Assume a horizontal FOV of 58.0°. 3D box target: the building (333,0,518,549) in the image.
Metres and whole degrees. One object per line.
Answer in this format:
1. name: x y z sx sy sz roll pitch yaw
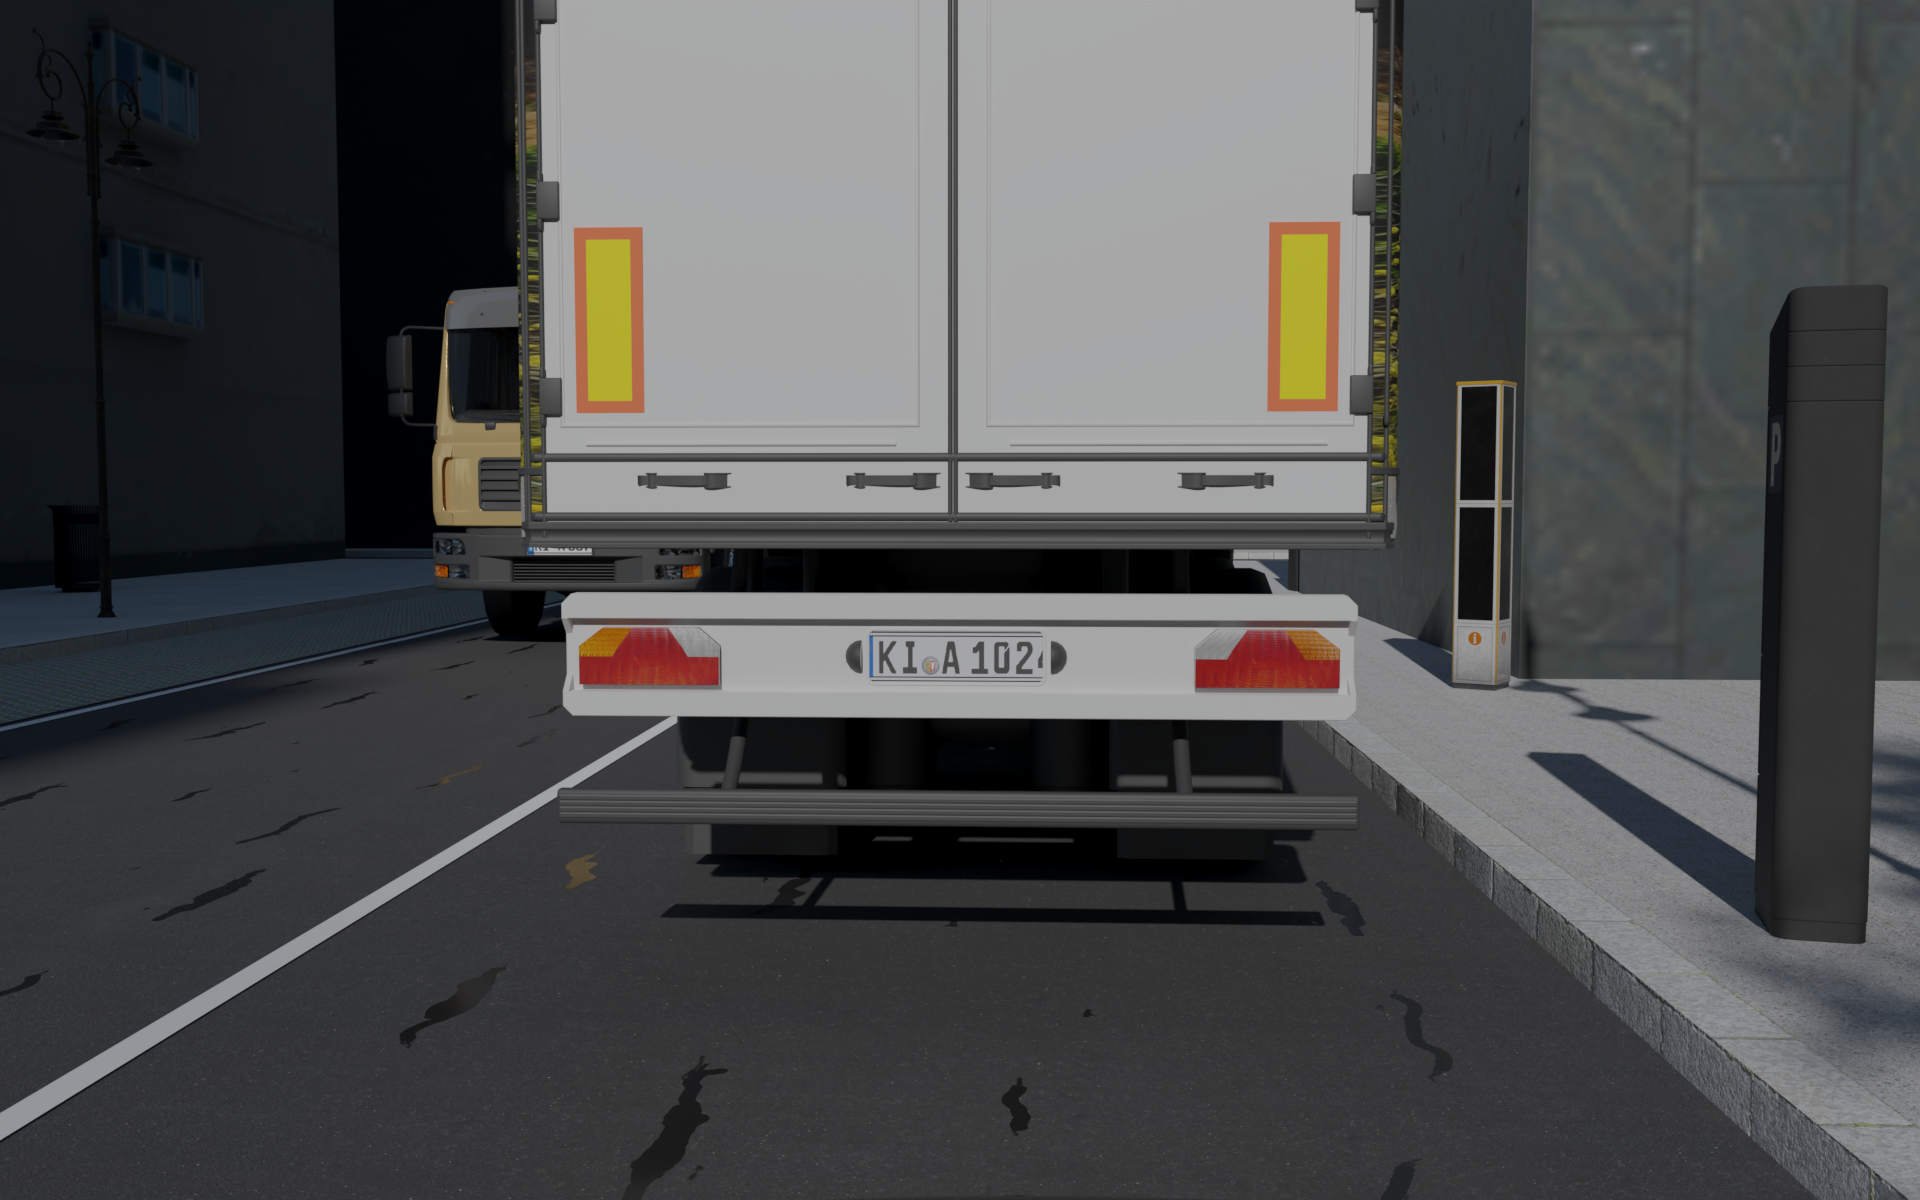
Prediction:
1. building: -13.914 -13.346 47.892 12.332 23.373 15.834 0 4 3

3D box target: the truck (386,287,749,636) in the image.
1. truck: -3.340 -1.447 19.590 3.469 3.379 9.791 0 4 4

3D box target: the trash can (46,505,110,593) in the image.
1. trash can: -11.550 -0.677 22.725 0.748 1.137 0.748 0 3 0

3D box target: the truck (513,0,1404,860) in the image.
1. truck: 0.258 -1.306 10.261 2.839 4.237 11.283 0 4 3

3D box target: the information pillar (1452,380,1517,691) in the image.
1. information pillar: 3.454 -0.424 11.417 0.304 2.012 0.304 2 4 35

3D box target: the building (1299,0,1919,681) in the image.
1. building: 14.772 -42.273 3.831 22.319 86.520 31.000 0 4 3

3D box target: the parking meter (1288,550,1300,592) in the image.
1. parking meter: 4.518 -1.052 22.913 0.255 1.863 0.399 0 4 -6

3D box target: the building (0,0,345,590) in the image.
1. building: -23.253 -24.416 22.901 21.600 48.544 21.300 0 4 3

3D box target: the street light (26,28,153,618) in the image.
1. street light: -8.885 -2.756 17.856 0.468 5.910 1.993 0 4 3

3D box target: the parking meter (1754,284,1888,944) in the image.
1. parking meter: 2.519 0.038 5.088 0.255 1.863 0.399 1 4 16
